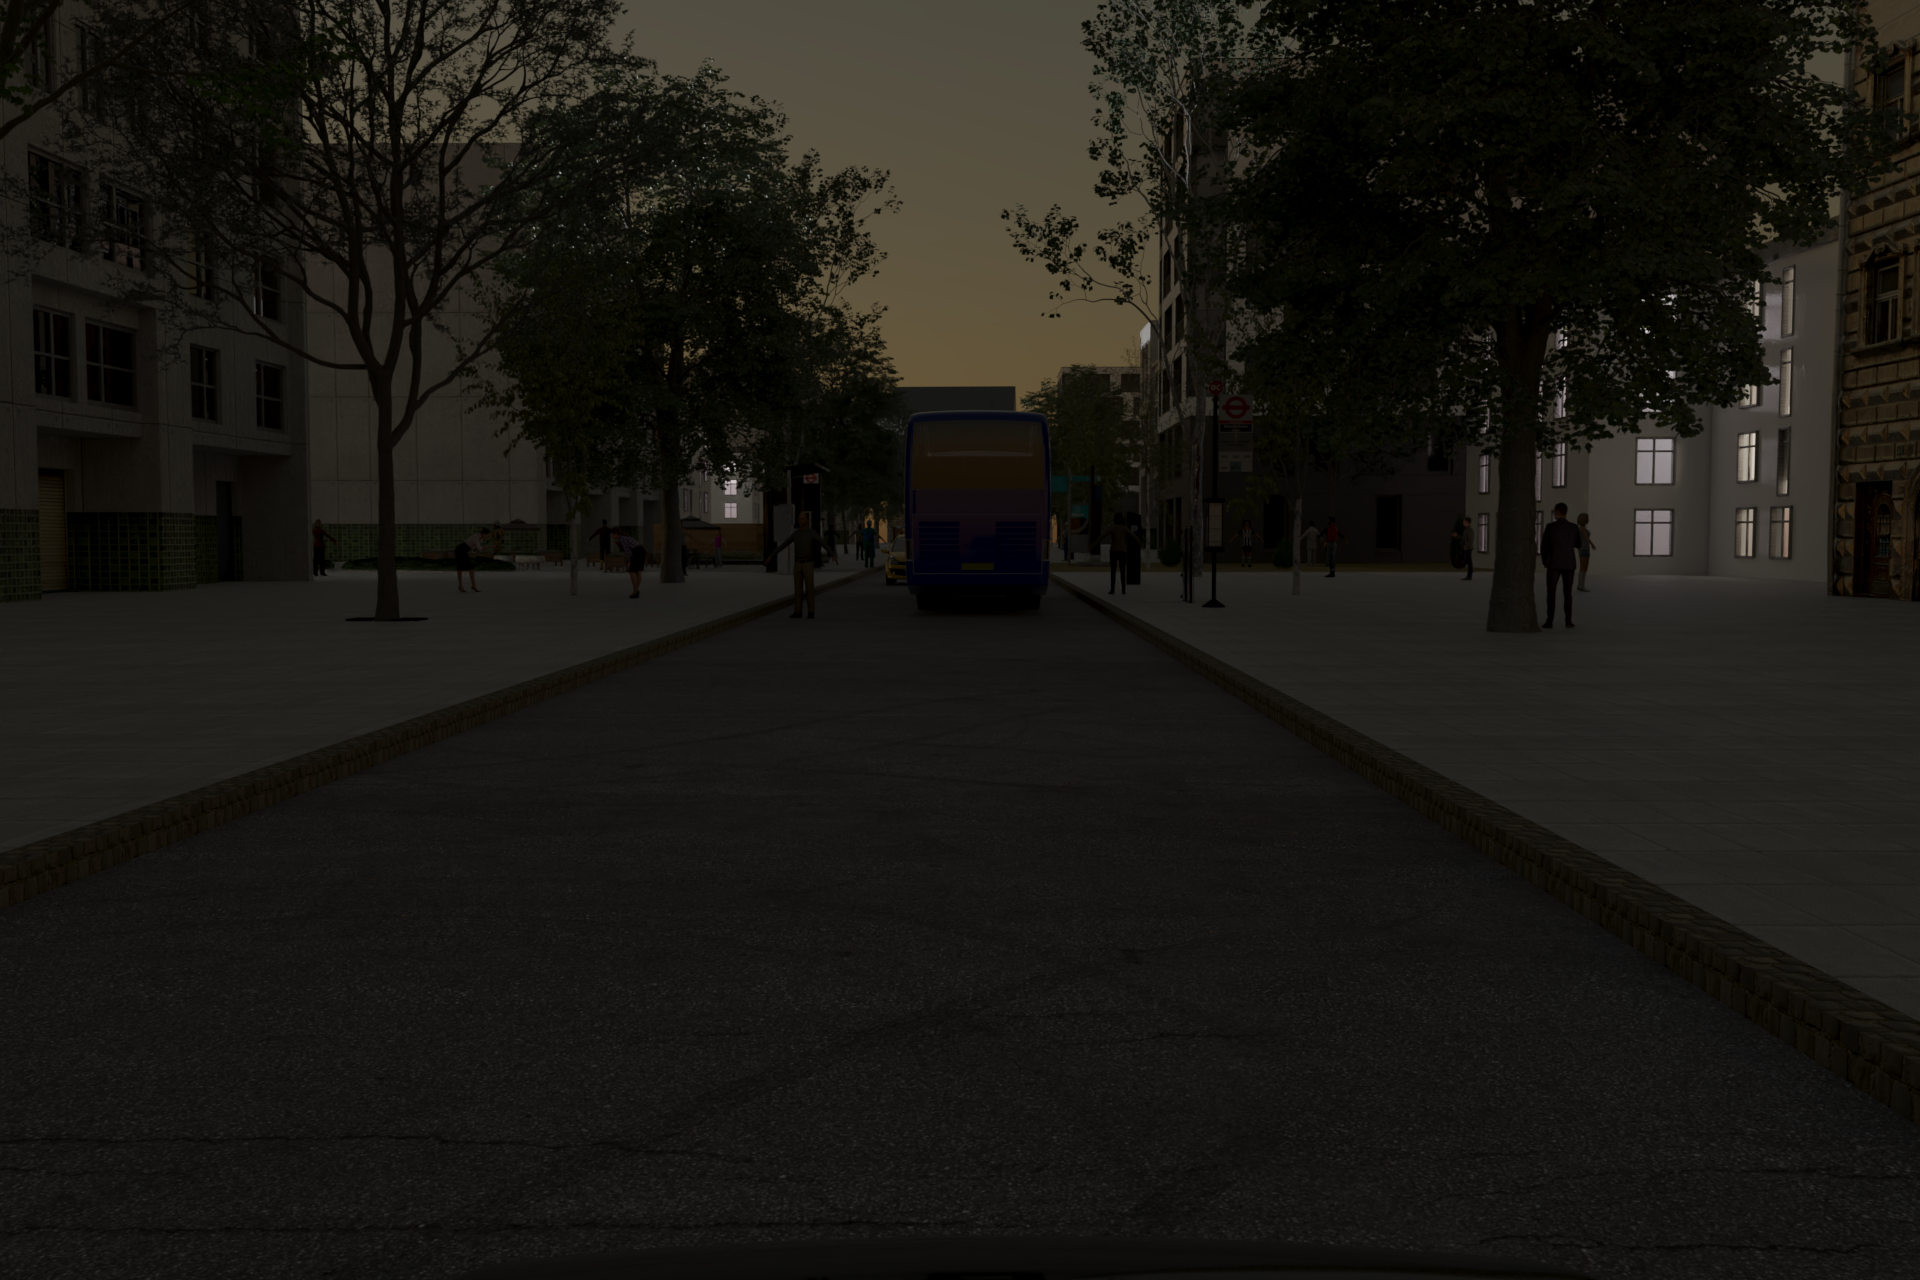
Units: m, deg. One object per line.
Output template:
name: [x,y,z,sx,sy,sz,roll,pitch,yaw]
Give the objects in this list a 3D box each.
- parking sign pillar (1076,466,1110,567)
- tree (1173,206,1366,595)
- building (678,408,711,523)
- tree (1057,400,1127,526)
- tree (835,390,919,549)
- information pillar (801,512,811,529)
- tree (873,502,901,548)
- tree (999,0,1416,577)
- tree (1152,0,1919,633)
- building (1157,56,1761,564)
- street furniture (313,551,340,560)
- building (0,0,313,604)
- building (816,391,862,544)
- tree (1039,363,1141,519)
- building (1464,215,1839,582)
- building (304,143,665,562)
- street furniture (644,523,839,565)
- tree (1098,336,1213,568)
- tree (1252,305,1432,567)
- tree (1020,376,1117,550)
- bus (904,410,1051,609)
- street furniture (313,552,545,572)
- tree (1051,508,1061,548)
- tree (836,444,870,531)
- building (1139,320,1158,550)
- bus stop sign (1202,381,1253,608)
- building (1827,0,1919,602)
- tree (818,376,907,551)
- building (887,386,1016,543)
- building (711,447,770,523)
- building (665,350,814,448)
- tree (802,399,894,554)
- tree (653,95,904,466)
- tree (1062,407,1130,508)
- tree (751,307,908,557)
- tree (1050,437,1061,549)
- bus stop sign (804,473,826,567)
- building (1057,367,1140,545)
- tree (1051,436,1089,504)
parking sign pillar: [5.361,-4.920,68.908,1.447,3.967,1.447,0,4,1]
tree: [6.922,-5.256,36.294,4.737,8.622,4.395,0,3,0]
building: [-22.555,-11.262,126.280,9.099,9.664,28.070,0,4,1]
tree: [7.409,-8.817,94.514,4.737,8.622,4.395,0,3,0]
tree: [-7.452,-15.013,152.116,9.857,13.997,8.962,0,3,0]
information pillar: [-5.010,-3.183,56.536,0.304,2.012,0.304,0,4,1]
tree: [-6.692,-13.053,163.774,4.360,8.622,3.978,0,3,0]
tree: [7.655,-12.042,52.772,12.611,20.169,13.585,0,3,0]
tree: [7.214,-7.086,22.509,9.857,13.997,8.962,0,3,0]
building: [24.107,-15.098,90.834,27.936,21.610,32.646,0,4,1]
street furniture: [-30.657,-3.946,71.370,11.010,1.723,9.812,1,4,11]
building: [-26.056,-10.072,31.137,16.747,18.905,31.486,0,3,0]
building: [-22.368,-22.251,230.257,16.747,18.905,31.486,0,4,1]
tree: [8.450,-12.071,115.490,7.486,12.596,7.792,0,3,0]
building: [23.981,-6.823,53.706,9.099,9.664,28.070,0,4,1]
building: [-27.385,-13.944,94.446,16.747,18.905,31.486,0,4,1]
street furniture: [-9.438,-4.076,73.492,11.010,1.723,9.812,1,4,16]
tree: [6.866,-7.010,64.980,4.360,8.622,3.978,0,3,0]
tree: [14.704,-8.120,67.174,7.601,10.594,8.767,0,4,-5]
tree: [8.230,-14.165,138.259,9.857,13.997,8.962,0,3,0]
bus: [0.403,-2.707,35.806,2.896,3.916,12.251,0,4,1]
street furniture: [-19.699,-2.806,61.506,10.072,0.657,5.734,1,4,23]
tree: [8.726,-12.860,160.624,4.737,8.622,4.395,0,3,0]
tree: [-7.203,-10.404,120.464,4.360,8.622,3.978,0,3,0]
building: [24.012,-16.485,135.993,16.747,18.905,31.486,0,4,0]
bus stop sign: [4.665,-2.539,30.220,0.855,3.939,0.416,0,4,1]
building: [27.288,-11.950,26.305,19.493,23.208,18.063,0,3,0]
tree: [-7.312,-13.610,132.890,12.009,13.543,11.850,0,3,0]
building: [-0.851,-25.848,256.002,18.063,23.208,19.493,0,4,4]
building: [-24.243,-14.568,180.341,9.099,9.664,28.070,0,4,1]
building: [-26.317,-22.767,203.175,19.493,23.208,18.063,0,4,0]
tree: [-7.685,-10.841,111.668,7.601,10.594,8.767,0,4,7]
tree: [-8.886,-13.574,77.822,12.611,20.169,13.585,0,3,0]
tree: [7.888,-9.165,100.209,4.360,8.622,3.978,0,3,0]
tree: [-7.229,-11.590,96.150,9.857,13.997,8.962,0,3,0]
tree: [8.442,-13.126,149.021,8.767,10.594,7.601,-2,4,-25]
bus stop sign: [-5.709,-4.852,68.037,0.855,3.939,0.416,0,4,2]
building: [26.574,-23.464,227.606,27.936,21.610,32.646,0,4,1]
tree: [8.169,-10.918,128.876,4.360,8.622,3.978,0,3,0]
